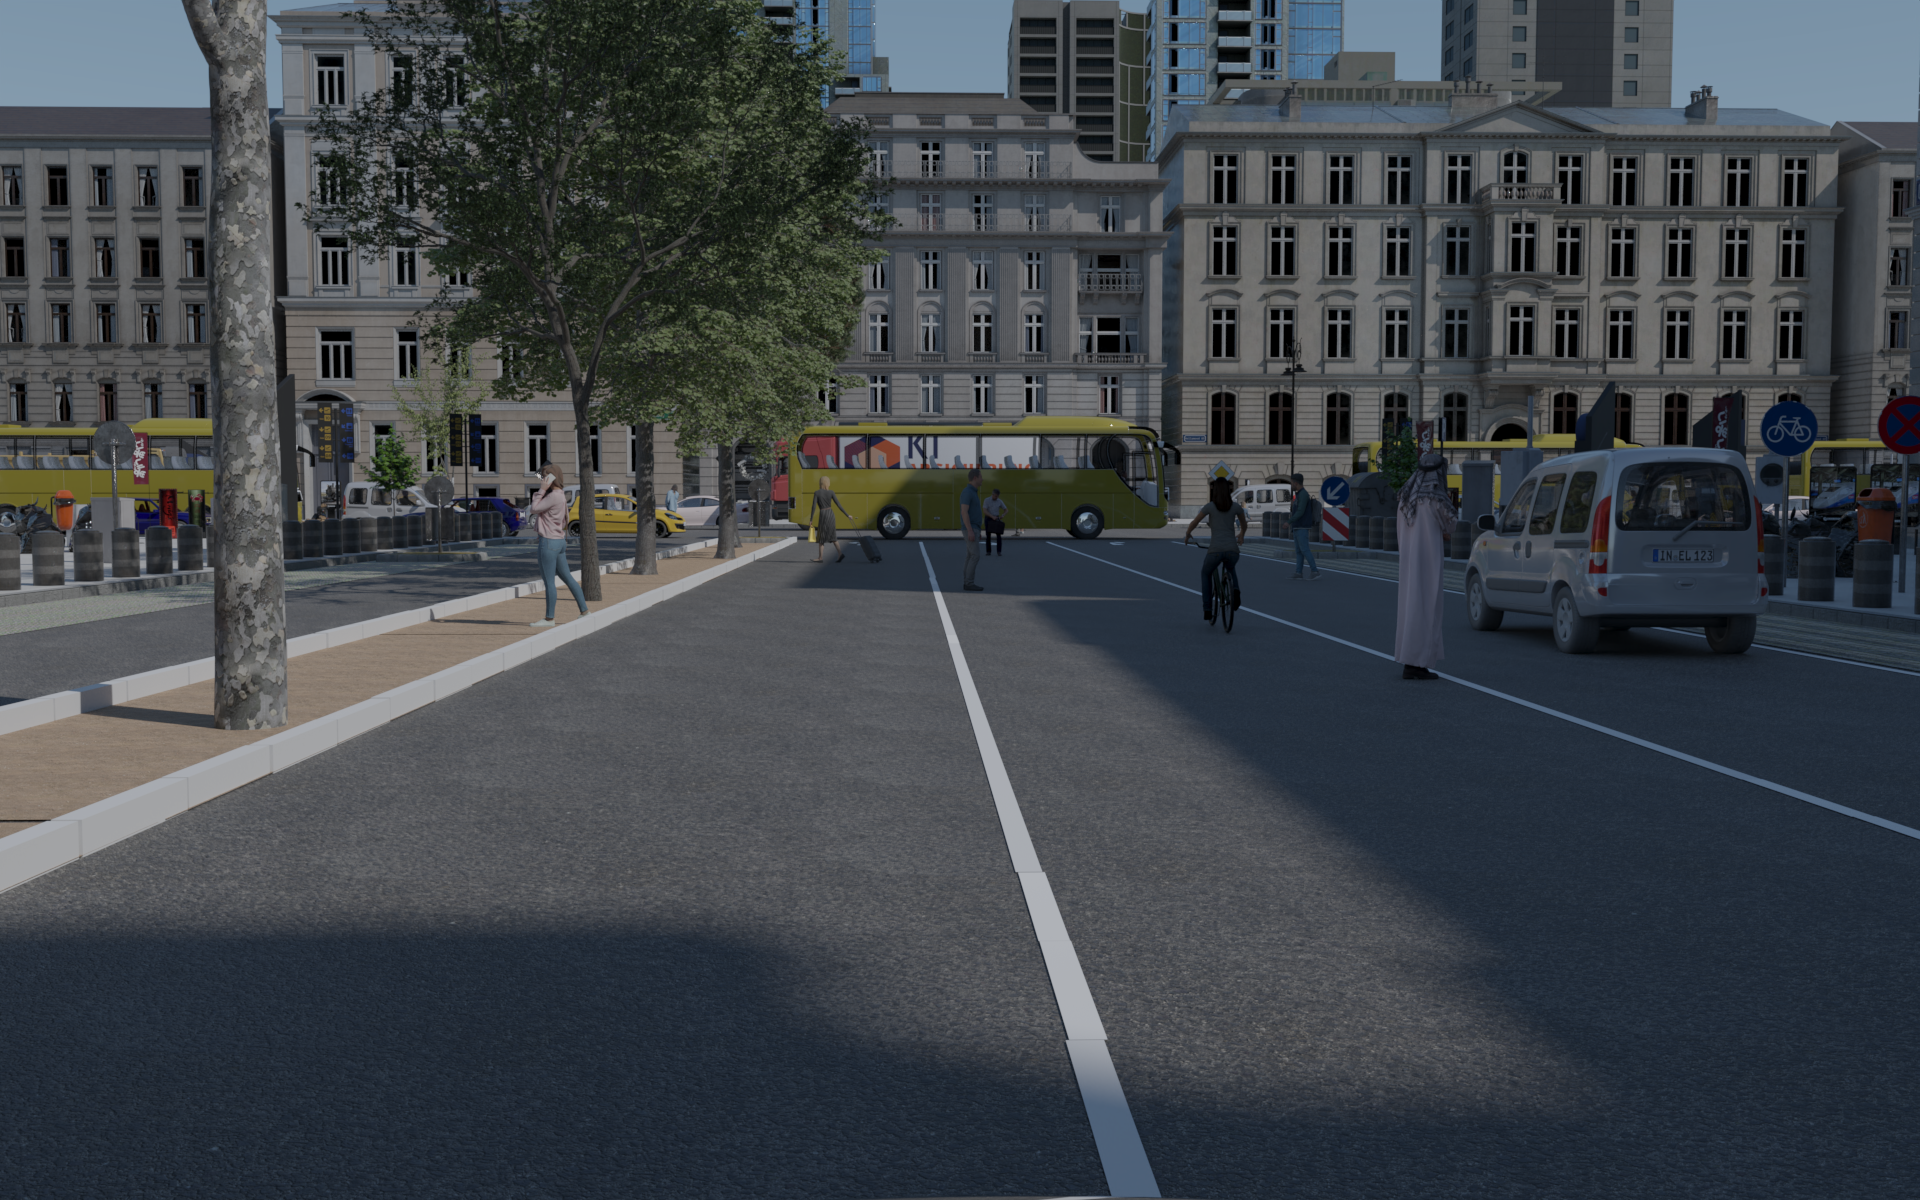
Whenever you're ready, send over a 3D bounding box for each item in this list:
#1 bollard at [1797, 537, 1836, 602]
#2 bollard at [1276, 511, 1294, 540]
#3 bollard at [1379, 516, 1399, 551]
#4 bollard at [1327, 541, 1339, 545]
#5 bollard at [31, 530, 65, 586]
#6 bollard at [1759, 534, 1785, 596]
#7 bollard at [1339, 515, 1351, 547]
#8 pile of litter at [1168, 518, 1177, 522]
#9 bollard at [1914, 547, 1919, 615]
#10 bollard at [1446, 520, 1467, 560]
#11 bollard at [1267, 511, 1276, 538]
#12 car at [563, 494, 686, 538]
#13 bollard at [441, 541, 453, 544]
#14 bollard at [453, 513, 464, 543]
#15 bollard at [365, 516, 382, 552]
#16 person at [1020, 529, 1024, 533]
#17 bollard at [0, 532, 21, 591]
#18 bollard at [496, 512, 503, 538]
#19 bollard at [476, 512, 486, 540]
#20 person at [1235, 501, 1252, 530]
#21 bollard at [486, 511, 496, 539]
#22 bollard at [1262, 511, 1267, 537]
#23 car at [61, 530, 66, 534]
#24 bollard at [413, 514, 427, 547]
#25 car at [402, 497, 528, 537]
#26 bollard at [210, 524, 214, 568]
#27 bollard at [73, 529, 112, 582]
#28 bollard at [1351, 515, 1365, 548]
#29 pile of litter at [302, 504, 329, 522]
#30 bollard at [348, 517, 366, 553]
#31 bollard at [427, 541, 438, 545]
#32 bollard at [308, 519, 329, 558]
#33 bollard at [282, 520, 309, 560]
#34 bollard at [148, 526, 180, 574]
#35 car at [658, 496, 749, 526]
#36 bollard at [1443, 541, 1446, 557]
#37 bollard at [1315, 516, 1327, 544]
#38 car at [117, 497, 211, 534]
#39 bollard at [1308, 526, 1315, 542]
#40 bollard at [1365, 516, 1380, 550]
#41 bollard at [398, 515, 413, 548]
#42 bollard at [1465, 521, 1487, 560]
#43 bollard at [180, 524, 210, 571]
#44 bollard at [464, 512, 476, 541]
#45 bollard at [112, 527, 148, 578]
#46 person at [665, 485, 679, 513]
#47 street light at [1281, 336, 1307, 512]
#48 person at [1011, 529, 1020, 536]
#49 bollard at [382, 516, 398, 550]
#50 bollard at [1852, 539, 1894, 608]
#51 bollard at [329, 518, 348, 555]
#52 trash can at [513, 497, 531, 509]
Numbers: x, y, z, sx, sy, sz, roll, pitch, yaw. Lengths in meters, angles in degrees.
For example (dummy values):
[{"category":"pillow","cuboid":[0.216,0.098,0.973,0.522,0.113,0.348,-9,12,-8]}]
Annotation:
[{"category":"bollard","cuboid":[10.302,-0.374,20.825,0.404,0.777,0.398,0,3,0]},{"category":"bollard","cuboid":[9.384,-2.143,49.747,0.404,0.777,0.398,0,3,0]},{"category":"bollard","cuboid":[9.722,-1.480,38.921,0.404,0.777,0.398,0,3,0]},{"category":"bollard","cuboid":[9.573,-1.774,43.726,0.404,0.777,0.398,0,3,0]},{"category":"bollard","cuboid":[-12.799,-0.587,24.313,0.404,0.777,0.398,0,3,0]},{"category":"bollard","cuboid":[10.264,-0.447,22.026,0.404,0.777,0.398,0,3,0]},{"category":"bollard","cuboid":[9.610,-1.701,42.525,0.404,0.777,0.398,0,3,0]},{"category":"pile of litter","cuboid":[9.244,-4.057,80.289,1.176,0.858,1.719,-3,4,-39]},{"category":"bollard","cuboid":[10.383,-0.226,18.412,0.404,0.777,0.398,0,3,0]},{"category":"bollard","cuboid":[9.880,-1.186,34.111,0.404,0.777,0.398,0,3,0]},{"category":"bollard","cuboid":[9.341,-2.216,50.949,0.404,0.777,0.398,0,3,0]},{"category":"car","cuboid":[-10.973,-2.839,56.644,3.980,1.641,2.015,0,4,-1]},{"category":"bollard","cuboid":[-13.454,-1.840,44.804,0.404,0.777,0.398,0,3,0]},{"category":"bollard","cuboid":[-13.491,-1.914,46.005,0.404,0.777,0.398,0,3,0]},{"category":"bollard","cuboid":[-13.263,-1.472,38.782,0.404,0.777,0.398,0,3,0]},{"category":"person","cuboid":[2.196,-3.049,63.033,0.332,1.250,0.352,1,4,19]},{"category":"bollard","cuboid":[-12.761,-0.513,23.104,0.404,0.777,0.398,0,3,0]},{"category":"bollard","cuboid":[-13.644,-2.210,50.853,0.404,0.777,0.398,0,3,0]},{"category":"bollard","cuboid":[-13.574,-2.061,48.411,0.404,0.777,0.398,0,3,0]},{"category":"person","cuboid":[11.002,-3.313,68.167,1.012,1.151,0.738,1,4,8]},{"category":"bollard","cuboid":[-13.610,-2.135,49.632,0.404,0.777,0.398,0,3,0]},{"category":"bollard","cuboid":[9.303,-2.290,52.158,0.404,0.777,0.398,0,3,0]},{"category":"car","cuboid":[-30.603,-3.203,61.171,4.718,1.807,1.959,0,4,-1]},{"category":"bollard","cuboid":[-13.374,-1.693,42.399,0.404,0.777,0.398,0,3,0]},{"category":"car","cuboid":[-15.851,-2.610,55.249,3.894,1.354,1.945,0,4,-3]},{"category":"bollard","cuboid":[-12.992,-0.956,30.352,0.404,0.777,0.398,0,3,0]},{"category":"bollard","cuboid":[-12.840,-0.660,25.514,0.404,0.777,0.398,0,3,0]},{"category":"bollard","cuboid":[9.650,-1.627,41.324,0.404,0.777,0.398,0,3,0]},{"category":"pile of litter","cuboid":[-28.776,-3.898,77.704,1.719,0.858,1.176,3,4,37]},{"category":"bollard","cuboid":[-13.221,-1.398,37.578,0.404,0.777,0.398,0,3,0]},{"category":"bollard","cuboid":[-13.417,-1.767,43.600,0.404,0.777,0.398,0,3,0]},{"category":"bollard","cuboid":[-13.144,-1.251,35.176,0.404,0.777,0.398,0,3,0]},{"category":"bollard","cuboid":[-13.108,-1.178,33.975,0.404,0.777,0.398,0,3,0]},{"category":"bollard","cuboid":[-12.912,-0.808,27.921,0.404,0.777,0.398,0,3,0]},{"category":"car","cuboid":[-10.816,-3.549,70.393,4.827,1.381,2.083,0,4,-4]},{"category":"bollard","cuboid":[9.839,-1.260,35.312,0.404,0.777,0.398,0,3,0]},{"category":"bollard","cuboid":[9.536,-1.848,44.927,0.404,0.777,0.398,0,3,0]},{"category":"car","cuboid":[-25.371,-2.549,54.249,3.894,1.354,1.945,0,4,-4]},{"category":"bollard","cuboid":[9.499,-1.921,46.128,0.404,0.777,0.398,0,3,0]},{"category":"bollard","cuboid":[9.689,-1.554,40.123,0.404,0.777,0.398,0,3,0]},{"category":"bollard","cuboid":[-13.341,-1.619,41.193,0.404,0.777,0.398,0,3,0]},{"category":"bollard","cuboid":[9.917,-1.112,32.906,0.404,0.777,0.398,0,3,0]},{"category":"bollard","cuboid":[-12.954,-0.882,29.141,0.404,0.777,0.398,0,3,0]},{"category":"bollard","cuboid":[-13.529,-1.987,47.206,0.404,0.777,0.398,0,3,0]},{"category":"bollard","cuboid":[-12.874,-0.734,26.720,0.404,0.777,0.398,0,3,0]},{"category":"person","cuboid":[-10.916,-3.481,65.674,0.793,1.790,0.793,1,4,11]},{"category":"street light","cuboid":[9.768,-4.774,50.840,0.468,5.910,1.993,0,4,-2]},{"category":"person","cuboid":[1.897,-3.071,58.843,0.434,1.807,0.598,2,4,33]},{"category":"bollard","cuboid":[-13.300,-1.546,39.991,0.404,0.777,0.398,0,3,0]},{"category":"bollard","cuboid":[10.343,-0.300,19.622,0.404,0.777,0.398,0,3,0]},{"category":"bollard","cuboid":[-13.181,-1.325,36.377,0.404,0.777,0.398,0,3,0]},{"category":"trash can","cuboid":[-19.205,-3.937,76.016,0.748,1.137,0.748,0,3,0]}]
